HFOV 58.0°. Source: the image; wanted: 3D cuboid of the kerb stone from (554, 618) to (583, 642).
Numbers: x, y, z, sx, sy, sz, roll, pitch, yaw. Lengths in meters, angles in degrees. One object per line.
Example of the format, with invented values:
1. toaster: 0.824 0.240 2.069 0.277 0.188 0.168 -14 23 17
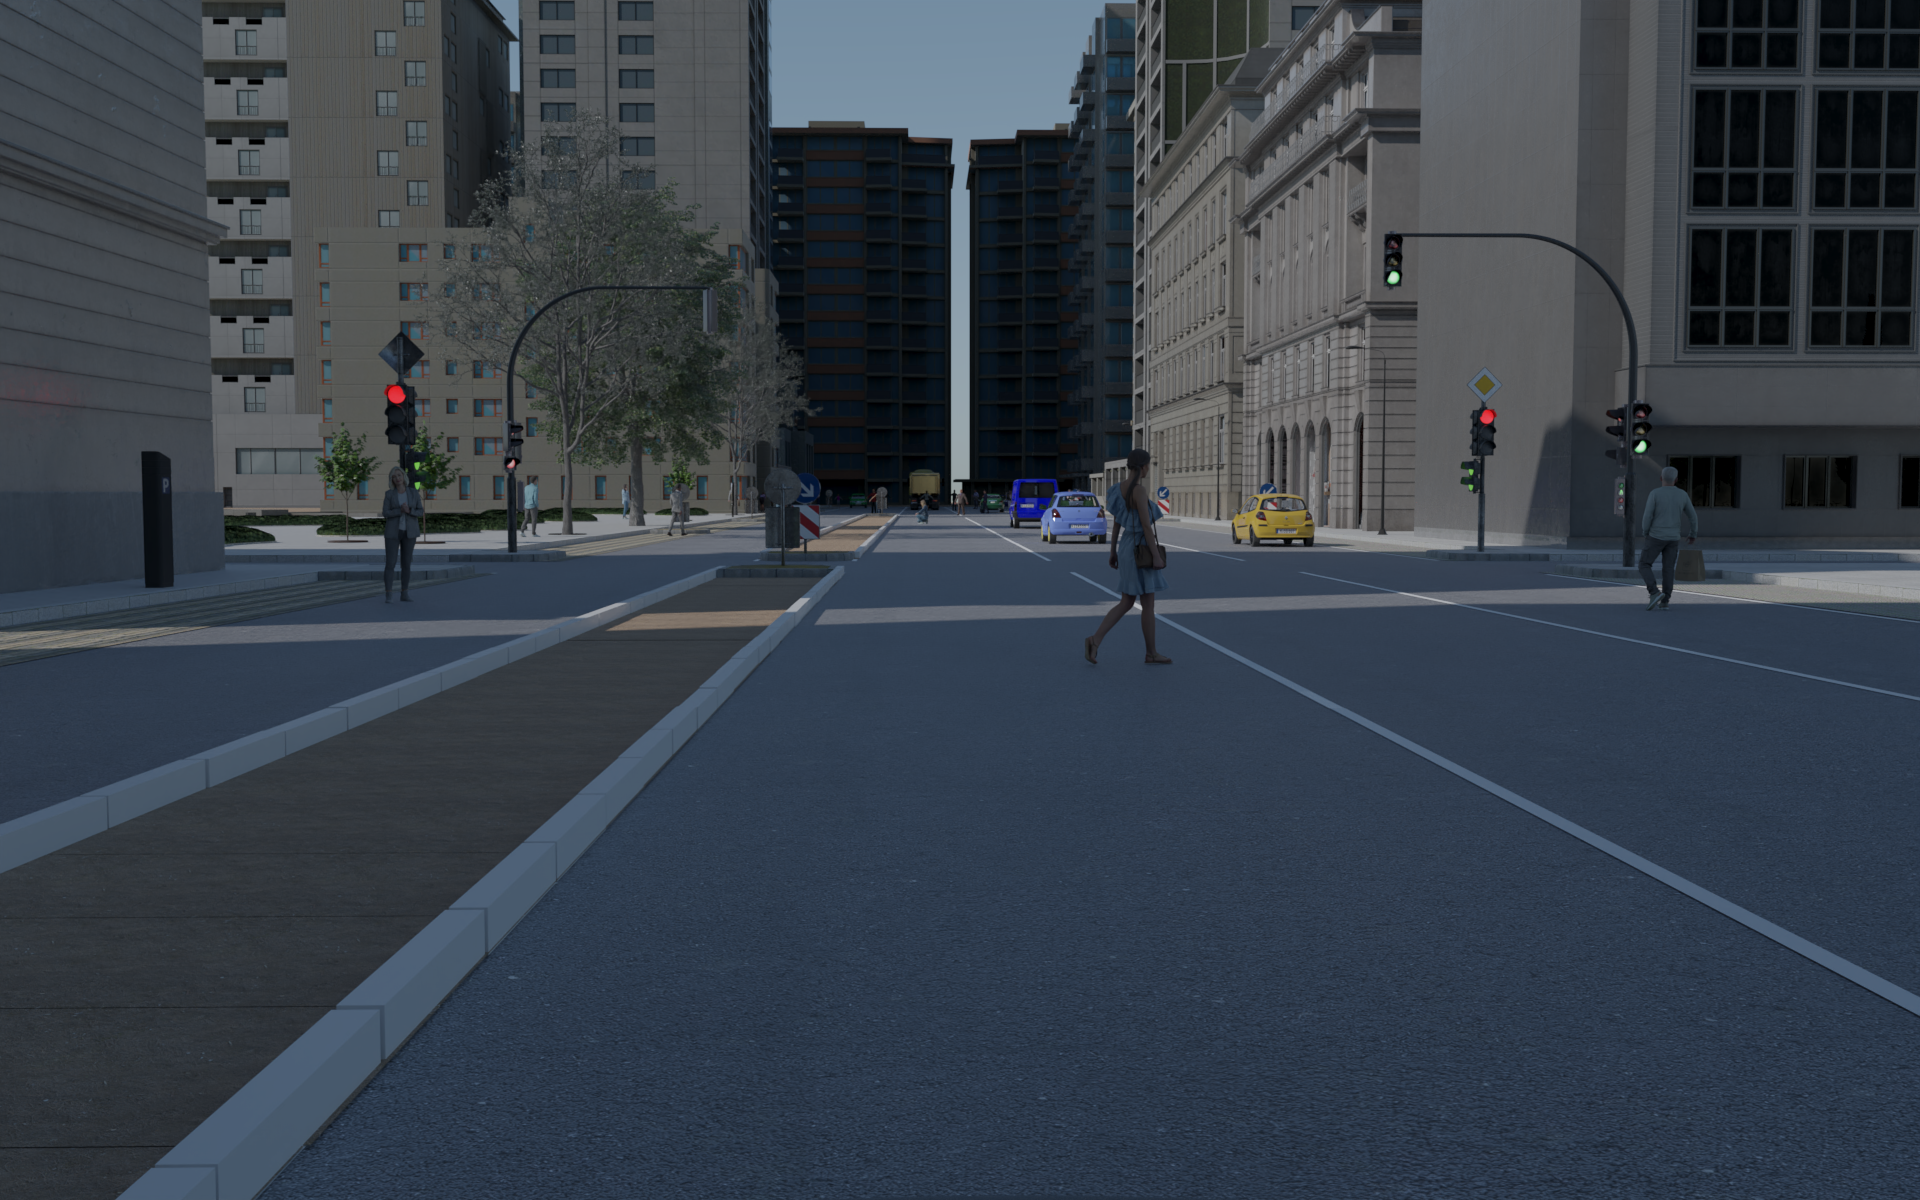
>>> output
1. kerb stone: -3.903 0.312 17.096 0.120 0.150 1.000 0 4 -1

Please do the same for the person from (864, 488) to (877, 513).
1. person: -6.145 -7.016 123.142 1.348 1.831 0.705 1 4 20

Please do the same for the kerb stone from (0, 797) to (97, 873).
1. kerb stone: -3.666 0.939 6.846 0.120 0.150 1.000 0 4 -1

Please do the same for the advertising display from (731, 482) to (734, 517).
1. advertising display: -12.645 -5.571 96.300 0.123 1.923 0.974 -1 4 -11

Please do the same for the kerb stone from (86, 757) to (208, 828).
1. kerb stone: -3.694 0.876 7.868 0.120 0.150 1.000 0 4 -1

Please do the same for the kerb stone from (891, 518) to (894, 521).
1. kerb stone: -3.347 -3.673 82.303 0.120 0.150 1.000 0 4 -1

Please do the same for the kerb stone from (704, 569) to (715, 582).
1. kerb stone: -4.168 -0.378 28.372 0.120 0.150 1.000 0 4 -1

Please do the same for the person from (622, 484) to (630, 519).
1. person: -17.004 -4.995 87.977 0.793 1.790 0.793 -2 4 -33

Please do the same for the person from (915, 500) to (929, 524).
1. person: -1.864 -4.196 82.610 0.738 1.151 1.012 0 4 7

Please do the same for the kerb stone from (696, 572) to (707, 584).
1. kerb stone: -4.154 -0.311 27.350 0.120 0.150 1.000 0 4 -1

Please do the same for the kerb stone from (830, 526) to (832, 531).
1. kerb stone: -5.052 -2.664 65.831 0.120 0.150 1.000 0 4 -1

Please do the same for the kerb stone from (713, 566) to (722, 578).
1. kerb stone: -4.206 -0.437 29.397 0.120 0.150 1.000 0 4 -1

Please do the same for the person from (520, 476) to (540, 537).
1. person: -12.842 -2.789 51.658 0.660 1.820 0.620 2 4 28

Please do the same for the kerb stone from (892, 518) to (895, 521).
1. kerb stone: -3.415 -3.860 85.383 0.120 0.150 1.000 0 4 -1

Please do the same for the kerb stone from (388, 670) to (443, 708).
1. kerb stone: -3.787 0.627 11.967 0.120 0.150 1.000 0 4 -1

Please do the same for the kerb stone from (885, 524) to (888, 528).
1. kerb stone: -2.997 -2.791 67.926 0.120 0.150 1.000 0 4 -1

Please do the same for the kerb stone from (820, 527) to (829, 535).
1. kerb stone: -5.008 -2.541 63.774 0.120 0.150 1.000 0 4 -1

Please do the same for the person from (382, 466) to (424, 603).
1. person: -7.384 -0.875 22.984 0.537 1.800 0.526 -1 4 -20

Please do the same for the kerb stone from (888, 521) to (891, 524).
1. kerb stone: -3.145 -3.172 74.078 0.120 0.150 1.000 0 4 -1

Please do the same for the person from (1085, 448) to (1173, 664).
1. person: 1.448 -0.357 14.439 0.778 1.811 0.616 -1 4 -19

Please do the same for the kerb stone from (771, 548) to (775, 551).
1. kerb stone: -4.448 -1.101 40.204 0.120 0.150 1.000 0 4 -1

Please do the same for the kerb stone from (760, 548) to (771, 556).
1. kerb stone: -4.426 -1.039 39.181 0.120 0.150 1.000 0 4 -1

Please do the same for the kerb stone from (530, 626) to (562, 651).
1. kerb stone: -3.883 0.378 16.069 0.120 0.150 1.000 0 4 -1

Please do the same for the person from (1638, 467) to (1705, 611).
1. person: 8.820 -0.760 21.417 0.782 1.767 0.515 0 4 -4

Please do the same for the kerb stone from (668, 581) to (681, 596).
1. kerb stone: -4.075 -0.127 24.277 0.120 0.150 1.000 0 4 -1

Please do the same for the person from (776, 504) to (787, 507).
1. person: -9.089 -4.847 88.334 0.593 1.750 0.643 -2 4 -30

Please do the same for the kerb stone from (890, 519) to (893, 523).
1. kerb stone: -3.295 -3.543 80.256 0.120 0.150 1.000 0 4 -1

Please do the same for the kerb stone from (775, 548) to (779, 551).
1. kerb stone: -4.477 -1.164 41.225 0.120 0.150 1.000 0 4 -1

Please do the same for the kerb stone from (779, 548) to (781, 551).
1. kerb stone: -4.503 -1.221 42.249 0.120 0.150 1.000 0 4 -1

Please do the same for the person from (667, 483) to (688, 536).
1. person: -9.631 -3.067 58.913 0.678 1.792 0.850 2 4 34

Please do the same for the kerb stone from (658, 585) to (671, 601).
1. kerb stone: -4.049 -0.061 23.248 0.120 0.150 1.000 0 4 -1

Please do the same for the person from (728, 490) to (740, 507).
1. person: -14.431 -6.394 110.701 0.709 1.813 0.853 -1 4 -20

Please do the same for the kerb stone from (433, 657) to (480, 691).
1. kerb stone: -3.808 0.565 12.989 0.120 0.150 1.000 0 4 -1

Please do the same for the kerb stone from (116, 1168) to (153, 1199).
1. kerb stone: -1.467 1.186 2.803 0.120 0.150 1.000 0 4 -1

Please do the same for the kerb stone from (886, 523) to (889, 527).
1. kerb stone: -3.047 -2.917 69.974 0.120 0.150 1.000 0 4 -1

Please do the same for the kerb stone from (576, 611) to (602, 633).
1. kerb stone: -3.930 0.249 18.119 0.120 0.150 1.000 0 4 -1

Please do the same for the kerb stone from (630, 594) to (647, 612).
1. kerb stone: -4.004 0.065 21.186 0.120 0.150 1.000 0 4 -1

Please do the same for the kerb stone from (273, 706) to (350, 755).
1. kerb stone: -3.737 0.756 9.918 0.120 0.150 1.000 0 4 -1

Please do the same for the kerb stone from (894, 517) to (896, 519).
1. kerb stone: -3.488 -4.051 88.452 0.120 0.150 1.000 0 4 -1

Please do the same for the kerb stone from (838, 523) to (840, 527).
1. kerb stone: -5.194 -3.045 71.980 0.120 0.150 1.000 0 4 -1

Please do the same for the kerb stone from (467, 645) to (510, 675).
1. kerb stone: -3.840 0.500 14.015 0.120 0.150 1.000 0 4 -1

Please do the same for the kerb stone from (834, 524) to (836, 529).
1. kerb stone: -5.123 -2.856 68.897 0.120 0.150 1.000 0 4 -1

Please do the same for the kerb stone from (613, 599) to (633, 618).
1. kerb stone: -3.982 0.128 20.163 0.120 0.150 1.000 0 4 -1

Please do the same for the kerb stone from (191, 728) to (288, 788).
1. kerb stone: -3.709 0.814 8.890 0.120 0.150 1.000 0 4 -1

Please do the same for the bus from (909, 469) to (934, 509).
1. bus: -3.677 -11.102 173.064 2.896 3.916 12.252 0 4 0

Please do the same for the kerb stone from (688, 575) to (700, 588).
1. kerb stone: -4.120 -0.248 26.329 0.120 0.150 1.000 0 4 -1

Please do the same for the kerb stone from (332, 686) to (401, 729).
1. kerb stone: -3.761 0.688 10.945 0.120 0.150 1.000 0 4 -1

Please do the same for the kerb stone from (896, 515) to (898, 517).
1. kerb stone: -3.651 -4.491 95.621 0.120 0.150 1.000 0 4 -1

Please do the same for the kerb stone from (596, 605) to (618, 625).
1. kerb stone: -3.953 0.187 19.141 0.120 0.150 1.000 0 4 -1

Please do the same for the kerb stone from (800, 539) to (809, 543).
1. kerb stone: -4.743 -1.854 52.504 0.120 0.150 1.000 0 4 -1

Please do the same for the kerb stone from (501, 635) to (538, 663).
1. kerb stone: -3.860 0.439 15.048 0.120 0.150 1.000 0 4 -1

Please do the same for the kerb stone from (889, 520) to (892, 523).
1. kerb stone: -3.219 -3.358 77.150 0.120 0.150 1.000 0 4 -1

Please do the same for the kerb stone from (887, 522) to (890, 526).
1. kerb stone: -3.098 -3.047 72.017 0.120 0.150 1.000 0 4 -1

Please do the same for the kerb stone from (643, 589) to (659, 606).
1. kerb stone: -4.029 -0.002 22.224 0.120 0.150 1.000 0 4 -1

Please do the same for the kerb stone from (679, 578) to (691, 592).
1. kerb stone: -4.099 -0.190 25.307 0.120 0.150 1.000 0 4 -1
